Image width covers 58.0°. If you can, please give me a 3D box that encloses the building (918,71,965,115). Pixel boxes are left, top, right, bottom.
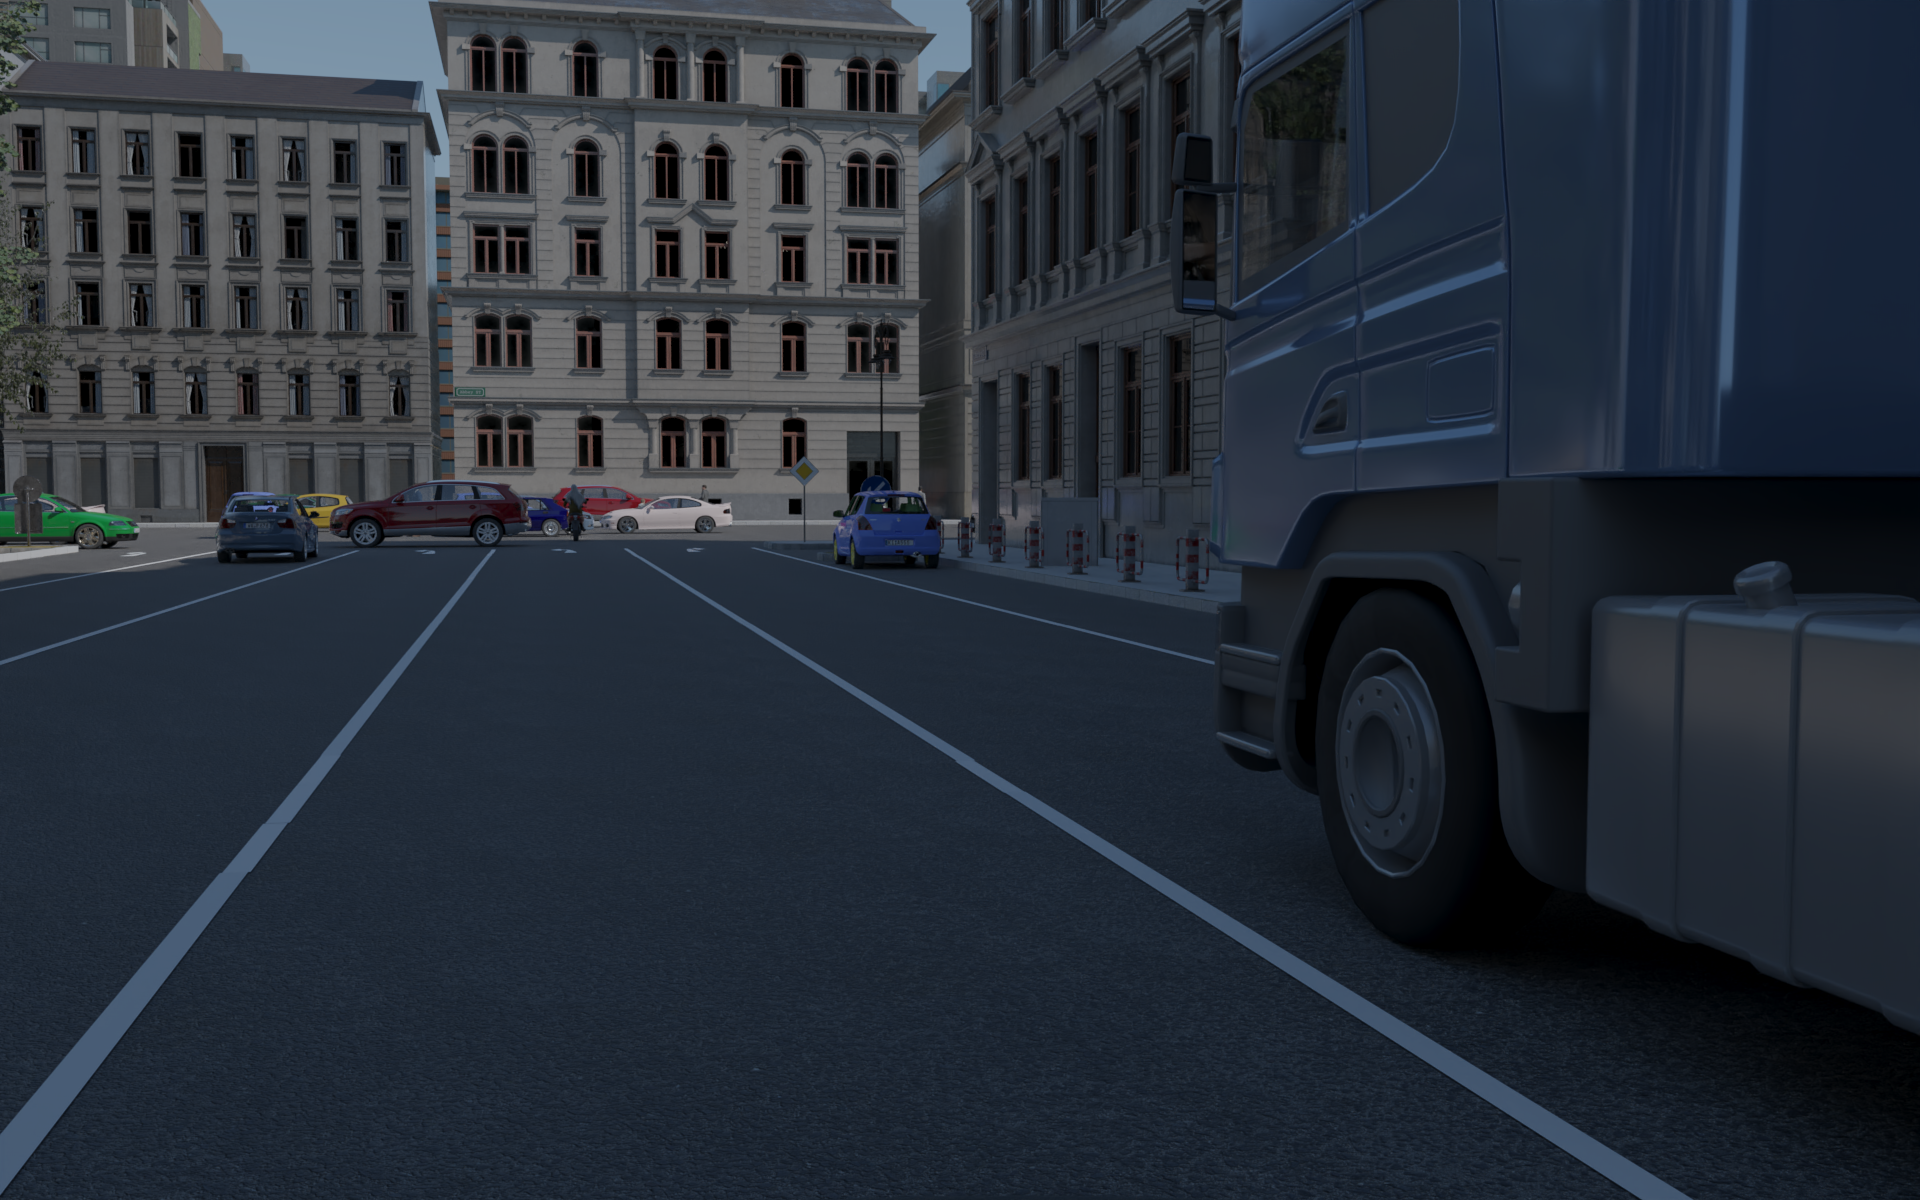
[{"bbox_3d":[7.718,-35.428,198.858,30.456,49.044,23.786,-1,4,-14],"label":"building"}]

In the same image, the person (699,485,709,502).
[{"bbox_3d":[-11.437,-4.205,77.053,0.447,1.846,0.655,1,4,18],"label":"person"}]

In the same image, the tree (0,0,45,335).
[{"bbox_3d":[-19.192,-7.199,26.812,9.857,13.997,8.962,0,3,0],"label":"tree"}]

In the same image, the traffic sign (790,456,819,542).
[{"bbox_3d":[-4.132,-2.589,45.965,0.795,2.450,0.064,-1,4,-14],"label":"traffic sign"}]

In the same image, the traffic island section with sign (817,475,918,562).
[{"bbox_3d":[-2.073,-1.778,37.702,1.989,1.847,2.006,-1,4,-14],"label":"traffic island section with sign"}]

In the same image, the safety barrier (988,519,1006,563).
[{"bbox_3d":[0.693,-1.111,32.442,0.300,0.817,1.120,-1,4,-14],"label":"safety barrier"}]

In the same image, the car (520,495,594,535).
[{"bbox_3d":[-15.112,-2.975,60.652,4.499,1.417,2.014,-1,4,-13],"label":"car"}]

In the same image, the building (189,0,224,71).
[{"bbox_3d":[-72.275,-30.616,150.676,14.600,45.320,14.200,-1,4,-14],"label":"building"}]

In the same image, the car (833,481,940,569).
[{"bbox_3d":[-1.519,-1.523,34.497,1.945,1.707,3.694,-1,4,-12],"label":"car"}]

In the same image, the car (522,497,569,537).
[{"bbox_3d":[-15.079,-2.793,58.240,3.894,1.354,1.945,-1,4,-13],"label":"car"}]

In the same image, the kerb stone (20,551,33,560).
[{"bbox_3d":[-20.683,-0.971,38.155,0.120,0.150,1.000,-1,4,-14],"label":"kerb stone"}]

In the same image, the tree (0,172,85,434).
[{"bbox_3d":[-22.242,-5.295,39.400,4.360,8.622,3.978,0,3,0],"label":"tree"}]

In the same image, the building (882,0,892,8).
[{"bbox_3d":[-18.484,-44.368,163.674,20.563,71.187,20.611,-1,4,-14],"label":"building"}]

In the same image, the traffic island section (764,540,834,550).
[{"bbox_3d":[-4.111,-1.454,46.048,2.009,0.180,2.903,-1,4,-14],"label":"traffic island section"}]

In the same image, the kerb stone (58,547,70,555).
[{"bbox_3d":[-21.421,-1.159,41.161,0.120,0.150,1.000,-1,4,-14],"label":"kerb stone"}]

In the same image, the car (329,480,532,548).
[{"bbox_3d":[-14.450,-2.366,47.352,5.304,1.827,2.281,-1,4,-14],"label":"car"}]

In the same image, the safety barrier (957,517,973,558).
[{"bbox_3d":[0.102,-1.259,34.859,0.300,0.817,1.120,-1,4,-14],"label":"safety barrier"}]

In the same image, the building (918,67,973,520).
[{"bbox_3d":[12.324,-16.027,95.329,30.059,22.955,16.112,-1,4,-14],"label":"building"}]

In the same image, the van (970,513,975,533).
[{"bbox_3d":[2.903,-2.852,51.015,5.245,2.365,2.240,-1,4,-12],"label":"van"}]

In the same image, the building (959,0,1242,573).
[{"bbox_3d":[7.506,-12.230,36.121,11.583,22.565,21.152,-1,4,-14],"label":"building"}]

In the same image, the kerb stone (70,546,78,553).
[{"bbox_3d":[-21.665,-1.222,42.171,0.120,0.150,1.000,-1,4,-14],"label":"kerb stone"}]

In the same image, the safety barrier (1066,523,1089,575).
[{"bbox_3d":[1.874,-0.815,27.603,0.300,0.817,1.120,-1,4,-14],"label":"safety barrier"}]

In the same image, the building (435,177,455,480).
[{"bbox_3d":[-70.188,-35.937,242.188,28.867,44.769,22.147,-1,4,-14],"label":"building"}]

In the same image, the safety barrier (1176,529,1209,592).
[{"bbox_3d":[3.051,-0.519,22.760,0.300,0.817,1.120,-1,4,-14],"label":"safety barrier"}]

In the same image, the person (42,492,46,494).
[{"bbox_3d":[-37.956,-3.853,71.480,0.713,1.824,0.794,-1,4,-18],"label":"person"}]

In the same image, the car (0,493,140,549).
[{"bbox_3d":[-24.062,-2.233,45.303,4.718,1.807,1.959,-1,4,-12],"label":"car"}]

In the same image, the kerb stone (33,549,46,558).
[{"bbox_3d":[-20.930,-1.035,39.165,0.120,0.150,1.000,-1,4,-14],"label":"kerb stone"}]

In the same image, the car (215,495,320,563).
[{"bbox_3d":[-15.010,-1.566,37.608,2.014,1.417,4.499,-1,4,-16],"label":"car"}]

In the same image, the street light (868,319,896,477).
[{"bbox_3d":[-2.079,-4.473,45.924,0.468,5.910,1.993,-1,4,-14],"label":"street light"}]

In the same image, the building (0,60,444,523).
[{"bbox_3d":[-33.994,-14.203,81.373,18.267,20.994,9.793,-1,4,-14],"label":"building"}]

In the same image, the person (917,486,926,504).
[{"bbox_3d":[-1.841,-4.301,79.095,0.678,1.792,0.850,1,4,15],"label":"person"}]

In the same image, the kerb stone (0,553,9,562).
[{"bbox_3d":[-20.438,-0.915,37.149,0.120,0.150,1.000,-1,4,-14],"label":"kerb stone"}]

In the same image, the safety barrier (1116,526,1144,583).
[{"bbox_3d":[2.465,-0.667,25.185,0.300,0.817,1.120,-1,4,-14],"label":"safety barrier"}]

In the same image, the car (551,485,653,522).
[{"bbox_3d":[-15.053,-4.036,74.656,5.304,1.827,2.281,-1,4,-12],"label":"car"}]

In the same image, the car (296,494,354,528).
[{"bbox_3d":[-24.811,-3.398,65.779,3.980,1.641,2.015,-1,4,-13],"label":"car"}]

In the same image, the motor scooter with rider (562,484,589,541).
[{"bbox_3d":[-11.751,-2.699,53.097,0.876,1.779,1.986,-1,4,-12],"label":"motor scooter with rider"}]

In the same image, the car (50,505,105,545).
[{"bbox_3d":[-27.026,-2.269,49.454,4.827,1.381,2.083,-1,4,-14],"label":"car"}]

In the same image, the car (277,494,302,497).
[{"bbox_3d":[-27.610,-3.715,72.539,4.920,1.459,2.131,-1,4,-14],"label":"car"}]

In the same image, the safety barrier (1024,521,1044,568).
[{"bbox_3d":[1.286,-0.963,30.021,0.300,0.817,1.120,-1,4,-14],"label":"safety barrier"}]

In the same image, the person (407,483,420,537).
[{"bbox_3d":[-18.231,-3.018,58.021,0.419,1.800,0.721,-3,5,-40],"label":"person"}]

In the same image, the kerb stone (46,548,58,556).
[{"bbox_3d":[-21.178,-1.099,40.162,0.120,0.150,1.000,-1,4,-14],"label":"kerb stone"}]

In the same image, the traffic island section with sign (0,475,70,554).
[{"bbox_3d":[-22.661,-2.058,41.792,2.006,1.907,1.989,-1,4,-14],"label":"traffic island section with sign"}]

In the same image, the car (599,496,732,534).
[{"bbox_3d":[-10.787,-3.133,63.586,4.827,1.381,2.083,-1,4,-14],"label":"car"}]

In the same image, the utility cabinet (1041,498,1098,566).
[{"bbox_3d":[1.956,-1.212,30.986,1.020,1.237,0.306,0,4,2],"label":"utility cabinet"}]

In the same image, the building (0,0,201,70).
[{"bbox_3d":[-68.478,-27.743,137.194,14.154,41.232,14.086,-1,4,-14],"label":"building"}]

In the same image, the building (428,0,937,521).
[{"bbox_3d":[-14.181,-18.397,88.174,23.554,28.519,14.401,-1,4,-14],"label":"building"}]

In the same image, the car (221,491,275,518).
[{"bbox_3d":[-23.173,-2.902,57.043,1.945,1.707,3.694,-1,4,-13],"label":"car"}]

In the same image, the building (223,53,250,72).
[{"bbox_3d":[-87.339,-34.042,176.201,30.456,49.044,23.786,-1,4,-14],"label":"building"}]

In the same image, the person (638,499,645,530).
[{"bbox_3d":[-12.615,-3.395,68.699,0.332,1.250,0.352,0,4,-2],"label":"person"}]

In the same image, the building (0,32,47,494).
[{"bbox_3d":[-55.593,-17.127,77.282,25.104,27.353,12.463,-1,4,-14],"label":"building"}]

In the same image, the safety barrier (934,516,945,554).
[{"bbox_3d":[-0.487,-1.407,37.277,0.300,0.817,1.120,-1,4,-14],"label":"safety barrier"}]
